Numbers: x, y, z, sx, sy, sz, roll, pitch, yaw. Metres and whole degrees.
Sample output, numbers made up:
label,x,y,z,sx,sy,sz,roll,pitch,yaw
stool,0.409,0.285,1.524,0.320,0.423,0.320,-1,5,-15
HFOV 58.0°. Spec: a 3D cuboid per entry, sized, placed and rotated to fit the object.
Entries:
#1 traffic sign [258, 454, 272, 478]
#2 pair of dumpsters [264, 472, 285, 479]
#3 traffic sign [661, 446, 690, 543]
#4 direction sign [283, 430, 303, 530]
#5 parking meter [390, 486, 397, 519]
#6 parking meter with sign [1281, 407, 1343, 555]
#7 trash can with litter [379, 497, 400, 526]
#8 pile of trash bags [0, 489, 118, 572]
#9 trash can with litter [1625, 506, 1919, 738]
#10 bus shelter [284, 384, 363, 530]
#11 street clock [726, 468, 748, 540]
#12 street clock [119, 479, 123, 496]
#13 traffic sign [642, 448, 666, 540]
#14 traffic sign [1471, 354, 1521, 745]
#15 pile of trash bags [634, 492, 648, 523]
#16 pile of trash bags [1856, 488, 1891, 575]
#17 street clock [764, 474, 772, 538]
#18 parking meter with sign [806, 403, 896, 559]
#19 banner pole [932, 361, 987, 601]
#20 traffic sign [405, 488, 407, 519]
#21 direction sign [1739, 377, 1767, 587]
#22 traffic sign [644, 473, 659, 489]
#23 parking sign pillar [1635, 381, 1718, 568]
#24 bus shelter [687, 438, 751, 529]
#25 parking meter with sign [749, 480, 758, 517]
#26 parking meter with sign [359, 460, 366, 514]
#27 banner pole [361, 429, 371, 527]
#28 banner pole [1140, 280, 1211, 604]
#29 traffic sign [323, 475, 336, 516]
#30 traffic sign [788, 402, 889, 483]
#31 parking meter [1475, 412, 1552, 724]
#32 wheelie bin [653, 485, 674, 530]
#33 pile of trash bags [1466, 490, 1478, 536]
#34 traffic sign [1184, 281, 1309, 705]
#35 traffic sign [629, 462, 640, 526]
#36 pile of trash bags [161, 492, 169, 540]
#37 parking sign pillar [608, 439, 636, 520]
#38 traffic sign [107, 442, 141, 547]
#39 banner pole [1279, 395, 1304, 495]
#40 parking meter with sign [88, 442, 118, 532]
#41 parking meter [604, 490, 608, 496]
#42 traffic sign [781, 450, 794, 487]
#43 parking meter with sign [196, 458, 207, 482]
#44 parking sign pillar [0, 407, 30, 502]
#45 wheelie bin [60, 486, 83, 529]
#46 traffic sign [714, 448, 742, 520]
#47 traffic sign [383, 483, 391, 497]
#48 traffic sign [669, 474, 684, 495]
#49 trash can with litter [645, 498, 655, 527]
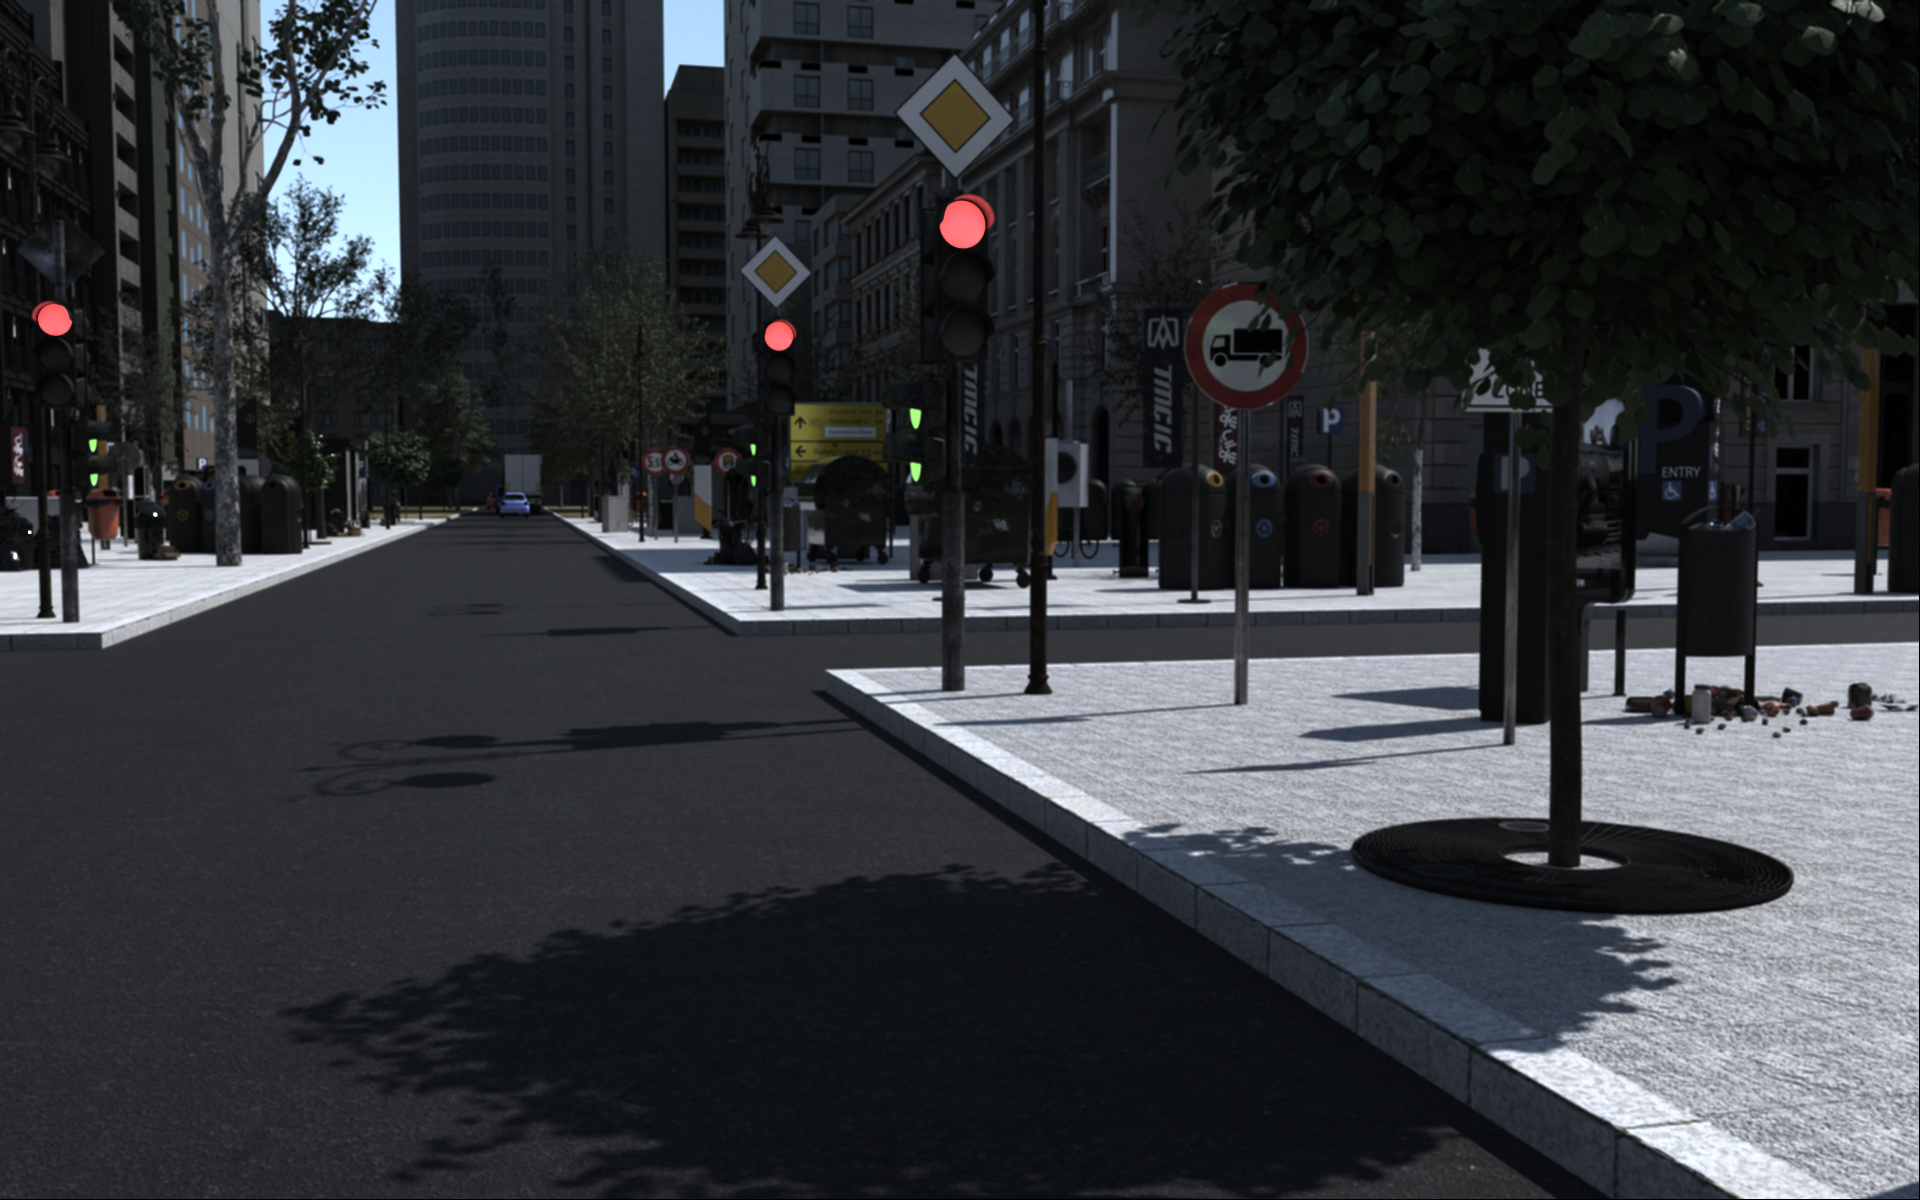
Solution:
label,x,y,z,sx,sy,sz,roll,pitch,yaw
traffic sign,-22.304,-3.366,55.137,0.768,2.556,0.104,-1,4,-13
pair of dumpsters,-26.838,-4.052,68.751,1.574,2.255,4.437,-1,4,-14
traffic sign,-7.475,-2.780,45.563,0.768,2.556,0.104,-1,4,-8
direction sign,-23.338,-4.218,60.962,0.876,3.537,0.379,-1,4,-14
parking meter,-29.185,-5.115,89.348,0.255,1.863,0.399,0,4,7
parking meter with sign,7.103,-2.397,35.453,0.543,3.016,1.738,-1,4,-21
trash can with litter,-23.087,-3.588,70.050,0.624,1.170,1.055,0,4,-1
pile of trash bags,-16.015,-1.245,30.115,1.912,1.369,3.447,1,4,19
trash can with litter,4.819,0.057,10.122,2.233,1.210,1.678,-1,4,-18
bus shelter,-24.187,-5.404,65.993,2.179,5.291,8.768,-1,4,-14
street clock,-6.157,-2.626,47.503,0.471,2.002,0.358,0,4,2
street clock,-40.790,-4.881,84.367,0.358,2.002,0.471,-1,4,-20
traffic sign,-8.507,-2.956,48.435,0.768,2.556,0.104,0,4,-7
traffic sign,2.812,-0.408,8.801,0.606,2.300,0.079,-1,4,-11
pile of trash bags,-13.146,-4.058,76.099,3.447,1.369,1.912,3,5,41
pile of trash bags,15.892,-1.056,27.010,3.447,1.369,1.912,2,4,31
street clock,-5.691,-2.794,50.257,0.471,2.002,0.358,-1,4,-10
parking meter with sign,-2.178,-2.335,34.434,1.738,3.016,0.543,-1,4,-16
banner pole,0.023,-1.870,20.587,0.401,3.779,0.863,-3,5,-43
traffic sign,-28.416,-5.429,88.768,0.884,2.594,0.081,0,4,-7
direction sign,10.984,-1.959,24.022,0.379,3.537,0.876,3,5,45
traffic sign,-15.854,-5.446,89.146,0.768,2.556,0.104,-1,4,-9
parking sign pillar,12.748,-2.588,30.779,1.447,3.967,1.447,-3,5,-43
bus shelter,-9.249,-4.385,65.624,2.014,3.302,5.546,-1,4,-14
parking meter with sign,-11.011,-5.932,93.250,0.543,3.016,1.738,-3,5,-43
parking meter with sign,-30.882,-5.653,88.694,0.543,3.016,1.738,0,4,-2
banner pole,-22.998,-4.712,67.063,0.401,3.779,0.863,0,4,-5
banner pole,2.549,-1.860,20.428,0.863,3.779,0.401,1,4,16
traffic sign,-22.713,-3.777,61.764,0.884,2.594,0.081,-1,4,-11
traffic sign,-2.682,-2.729,38.492,2.265,3.308,0.079,-1,4,-11
parking meter,3.129,-0.248,9.771,0.399,1.863,0.255,2,4,29
wheelie bin,-10.715,-3.345,62.605,0.980,1.594,0.693,-2,4,-28
pile of trash bags,11.502,-1.546,35.034,3.447,1.369,1.912,-2,4,-35
traffic sign,1.715,-0.636,10.498,0.768,2.556,0.104,0,4,-6
traffic sign,-13.107,-4.221,69.115,0.768,2.556,0.104,-1,4,-12
pile of trash bags,-21.333,-2.369,48.487,1.912,1.369,3.447,-3,4,-39
parking sign pillar,-16.492,-5.869,84.428,1.447,3.967,1.447,-3,4,-36
traffic sign,-20.343,-2.572,42.166,0.768,2.556,0.104,-1,4,-12
banner pole,7.365,-2.982,38.780,0.401,3.779,0.863,-3,4,-39
parking meter with sign,-28.799,-3.781,58.082,1.738,3.016,0.543,3,5,44
parking meter,-18.361,-5.004,90.224,0.372,1.533,0.369,0,3,0
traffic sign,-4.681,-2.964,48.568,0.768,2.556,0.104,0,4,-7
parking meter with sign,-36.017,-5.346,83.672,1.738,3.016,0.543,2,4,27
parking sign pillar,-29.524,-4.002,53.911,1.447,3.967,1.447,2,4,35
wheelie bin,-32.735,-3.406,63.604,0.693,1.594,0.980,1,4,13
traffic sign,-6.423,-2.933,48.067,0.768,2.556,0.104,-1,4,-9
traffic sign,-27.767,-5.029,84.357,0.606,2.300,0.079,-1,4,-10
traffic sign,-14.712,-5.496,89.965,0.768,2.556,0.104,0,4,-5
trash can with litter,-11.803,-3.397,66.928,0.624,1.170,1.055,-1,4,-20
